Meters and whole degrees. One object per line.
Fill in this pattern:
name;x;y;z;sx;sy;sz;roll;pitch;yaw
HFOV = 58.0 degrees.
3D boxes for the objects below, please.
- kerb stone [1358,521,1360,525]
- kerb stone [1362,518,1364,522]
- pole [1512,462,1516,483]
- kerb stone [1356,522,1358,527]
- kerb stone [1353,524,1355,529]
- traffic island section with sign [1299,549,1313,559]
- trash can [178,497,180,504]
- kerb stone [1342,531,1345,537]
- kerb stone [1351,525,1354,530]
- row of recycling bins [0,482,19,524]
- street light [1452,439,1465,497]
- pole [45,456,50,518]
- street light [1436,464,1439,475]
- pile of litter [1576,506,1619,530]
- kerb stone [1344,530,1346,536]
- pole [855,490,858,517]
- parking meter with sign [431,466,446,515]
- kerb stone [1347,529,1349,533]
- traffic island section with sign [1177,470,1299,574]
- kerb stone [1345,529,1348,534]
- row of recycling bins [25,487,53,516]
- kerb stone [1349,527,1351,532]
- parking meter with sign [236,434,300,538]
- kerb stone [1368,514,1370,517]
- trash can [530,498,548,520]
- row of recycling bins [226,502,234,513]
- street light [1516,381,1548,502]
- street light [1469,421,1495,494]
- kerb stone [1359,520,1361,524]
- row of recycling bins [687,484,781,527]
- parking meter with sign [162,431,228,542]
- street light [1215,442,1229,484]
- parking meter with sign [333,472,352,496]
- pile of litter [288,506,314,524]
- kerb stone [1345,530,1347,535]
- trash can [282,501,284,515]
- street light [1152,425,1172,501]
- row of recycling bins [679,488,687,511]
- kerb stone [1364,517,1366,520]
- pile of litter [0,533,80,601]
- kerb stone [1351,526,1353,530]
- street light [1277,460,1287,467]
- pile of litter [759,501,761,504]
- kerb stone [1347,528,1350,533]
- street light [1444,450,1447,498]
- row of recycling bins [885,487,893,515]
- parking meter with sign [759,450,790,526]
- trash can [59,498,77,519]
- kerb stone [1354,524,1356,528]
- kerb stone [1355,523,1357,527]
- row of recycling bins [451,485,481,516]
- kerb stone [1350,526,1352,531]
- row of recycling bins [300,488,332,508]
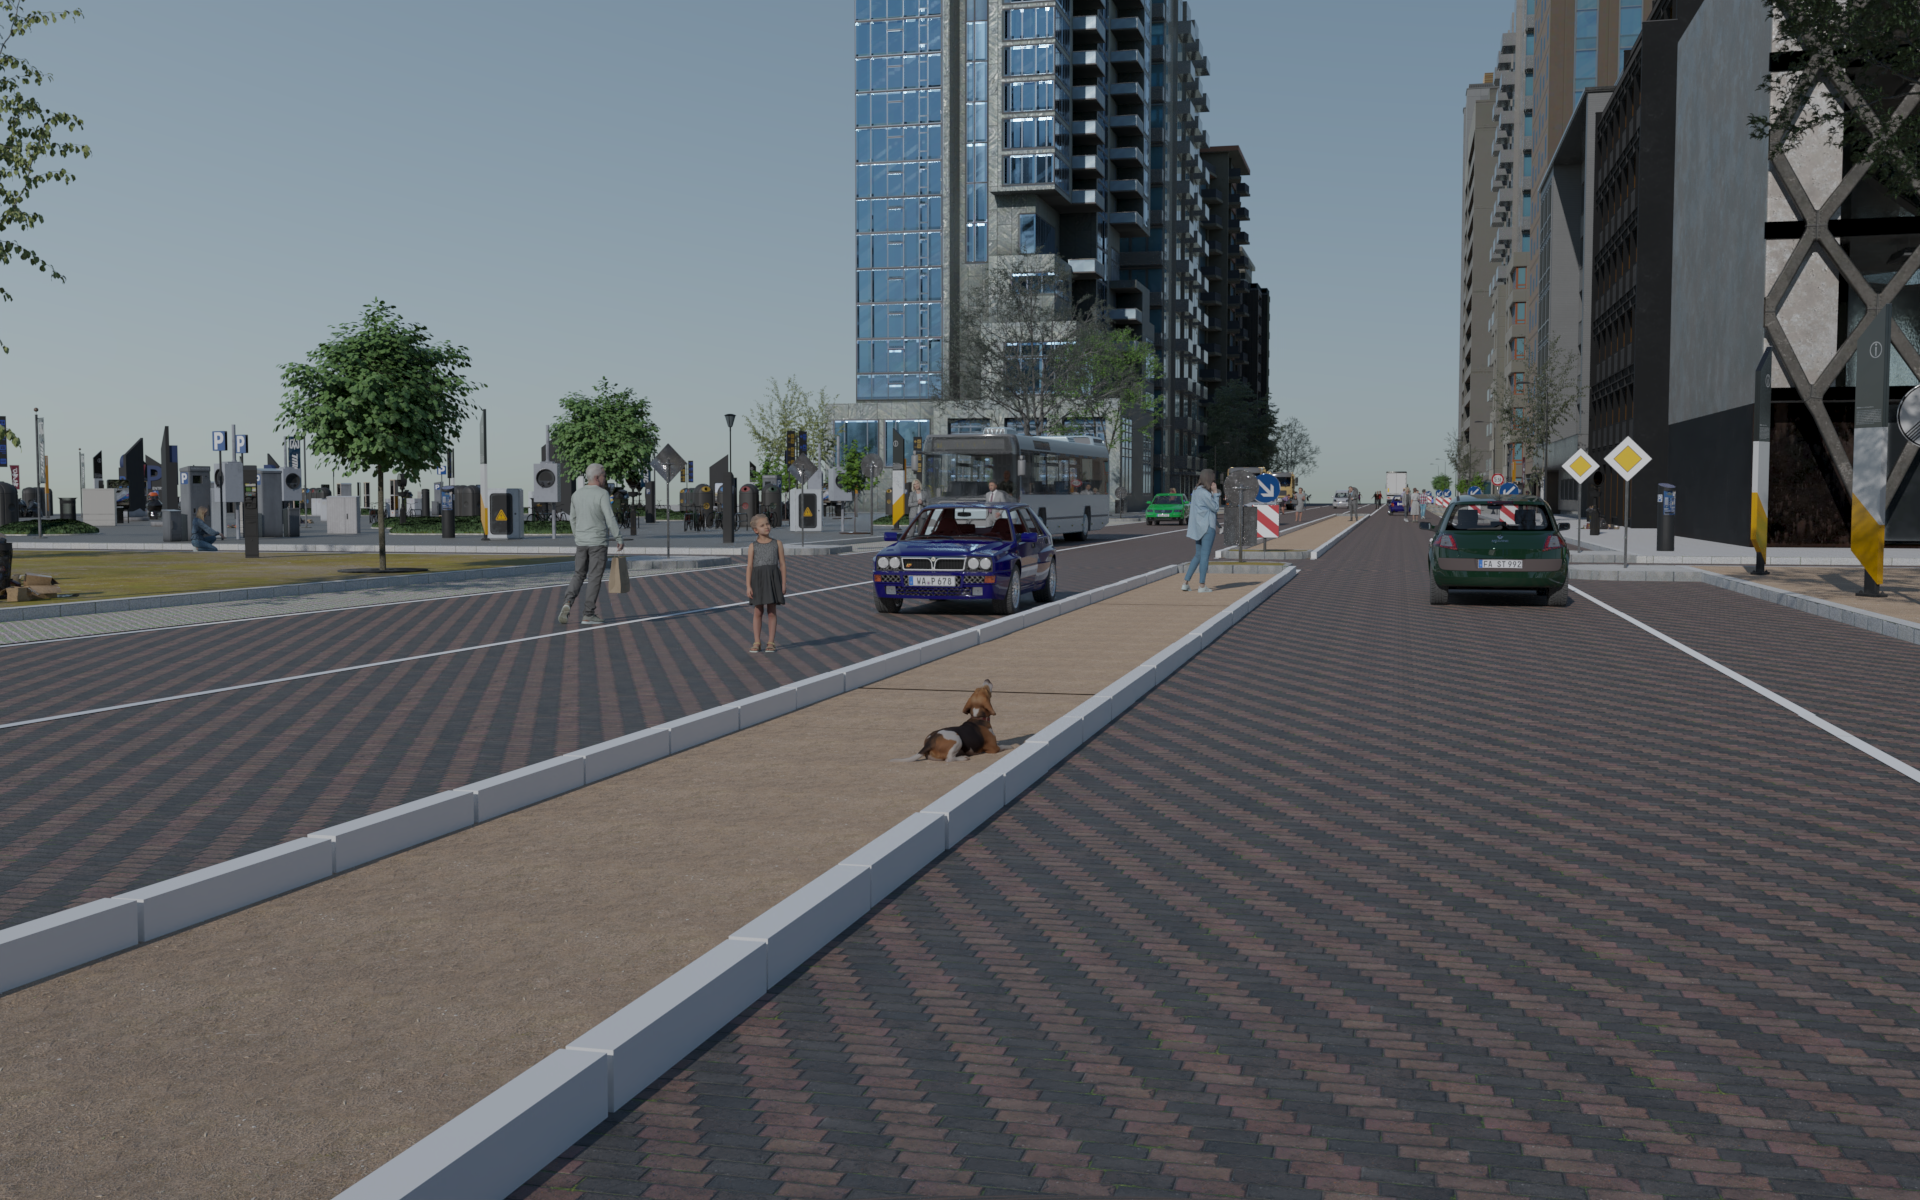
kerb stone;17.265;-3.260;75.590;0.120;0.150;1.000;1;4;14
kerb stone;19.282;-3.753;83.553;0.120;0.150;1.000;1;4;14
pole;34.715;-7.018;108.579;0.158;3.312;0.155;0;3;0
kerb stone;16.514;-3.083;72.606;0.120;0.150;1.000;1;4;14
kerb stone;15.253;-2.779;67.631;0.120;0.150;1.000;1;4;14
traffic island section with sign;6.934;-1.890;39.044;2.006;1.907;1.989;1;4;14
trash can;-45.085;-5.361;99.309;0.748;1.137;0.748;0;3;0
kerb stone;12.227;-2.047;55.712;0.120;0.150;1.000;1;4;14
kerb stone;14.747;-2.658;65.647;0.120;0.150;1.000;1;4;14
row of recycling bins;-34.185;-3.323;61.440;1.069;1.692;3.534;-3;4;-37
street light;42.635;-10.652;146.699;1.470;5.913;1.316;1;4;14
pole;-48.387;-5.990;91.774;0.158;3.312;0.155;0;3;0
street light;62.909;-15.542;226.657;1.470;5.913;1.316;1;4;14
pile of litter;23.345;-3.018;63.307;1.176;0.858;1.719;-1;4;-13
kerb stone;12.487;-2.110;56.701;0.120;0.150;1.000;1;4;14
pole;-5.772;-6.263;96.239;0.158;3.312;0.155;0;3;0
parking meter with sign;-31.813;-6.689;105.625;0.543;3.016;1.738;0;4;-2
kerb stone;13.240;-2.290;59.686;0.120;0.150;1.000;1;4;14
traffic island section with sign;5.106;-1.451;31.865;2.006;1.907;1.989;1;4;14
kerb stone;12.989;-2.232;58.685;0.120;0.150;1.000;1;4;14
row of recycling bins;-54.275;-5.804;102.000;1.069;1.692;3.534;-1;4;-11
kerb stone;13.986;-2.476;62.670;0.120;0.150;1.000;1;4;14
parking meter with sign;-20.537;-3.377;51.470;0.543;3.016;1.738;3;4;37
kerb stone;23.306;-4.724;99.438;0.120;0.150;1.000;1;4;14
trash can;-15.725;-3.253;64.835;0.748;1.137;0.748;0;3;0
row of recycling bins;-50.087;-6.816;118.553;1.069;1.692;3.534;2;4;34
street light;23.555;-6.038;71.265;1.470;5.913;1.316;1;4;14
street light;33.242;-8.384;109.622;1.470;5.913;1.316;1;4;14
kerb stone;17.778;-3.387;77.576;0.120;0.150;1.000;1;4;14
row of recycling bins;-8.749;-3.723;67.980;3.534;1.692;1.069;0;4;6
parking meter with sign;-20.867;-3.116;47.205;0.543;3.016;1.738;2;4;31
street light;23.327;-11.133;154.567;1.470;5.913;1.316;1;4;14
parking meter with sign;-42.295;-7.532;119.407;1.738;3.016;0.543;-1;4;-22
pile of litter;-28.908;-3.777;75.723;1.176;0.858;1.719;-2;4;-32
kerb stone;12.737;-2.171;57.692;0.120;0.150;1.000;1;4;14
trash can;-27.762;-3.590;70.352;0.748;1.137;0.748;0;3;0
street light;13.586;-8.825;116.828;1.470;5.913;1.316;1;4;14
row of recycling bins;-17.613;-6.524;113.785;1.069;1.692;3.534;-1;4;-23
kerb stone;20.540;-4.056;88.514;0.120;0.150;1.000;1;4;14
pile of litter;-11.535;-0.434;21.057;1.176;0.858;1.719;3;4;37
kerb stone;14.500;-2.597;64.654;0.120;0.150;1.000;1;4;14
street light;43.654;-16.066;235.214;1.470;5.913;1.316;1;4;14
pile of litter;-13.088;-6.169;114.820;1.719;0.858;1.176;-3;5;-39
kerb stone;13.494;-2.354;60.676;0.120;0.150;1.000;1;4;14
street light;52.185;-12.946;184.203;1.470;5.913;1.316;1;4;14
row of recycling bins;-3.495;-6.099;106.826;1.069;1.692;3.534;-2;4;-31
parking meter with sign;-7.554;-4.493;69.725;1.738;3.016;0.543;2;4;28
trash can;-37.004;-3.681;71.846;0.748;1.137;0.748;0;3;0
kerb stone;15.500;-2.834;68.634;0.120;0.150;1.000;1;4;14
kerb stone;16.011;-2.959;70.618;0.120;0.150;1.000;1;4;14
row of recycling bins;-22.703;-4.394;78.955;1.069;1.692;3.534;-2;4;-34
kerb stone;14.245;-2.536;63.662;0.120;0.150;1.000;1;4;14
row of recycling bins;-41.303;-6.353;110.989;3.534;1.692;1.069;3;5;45
